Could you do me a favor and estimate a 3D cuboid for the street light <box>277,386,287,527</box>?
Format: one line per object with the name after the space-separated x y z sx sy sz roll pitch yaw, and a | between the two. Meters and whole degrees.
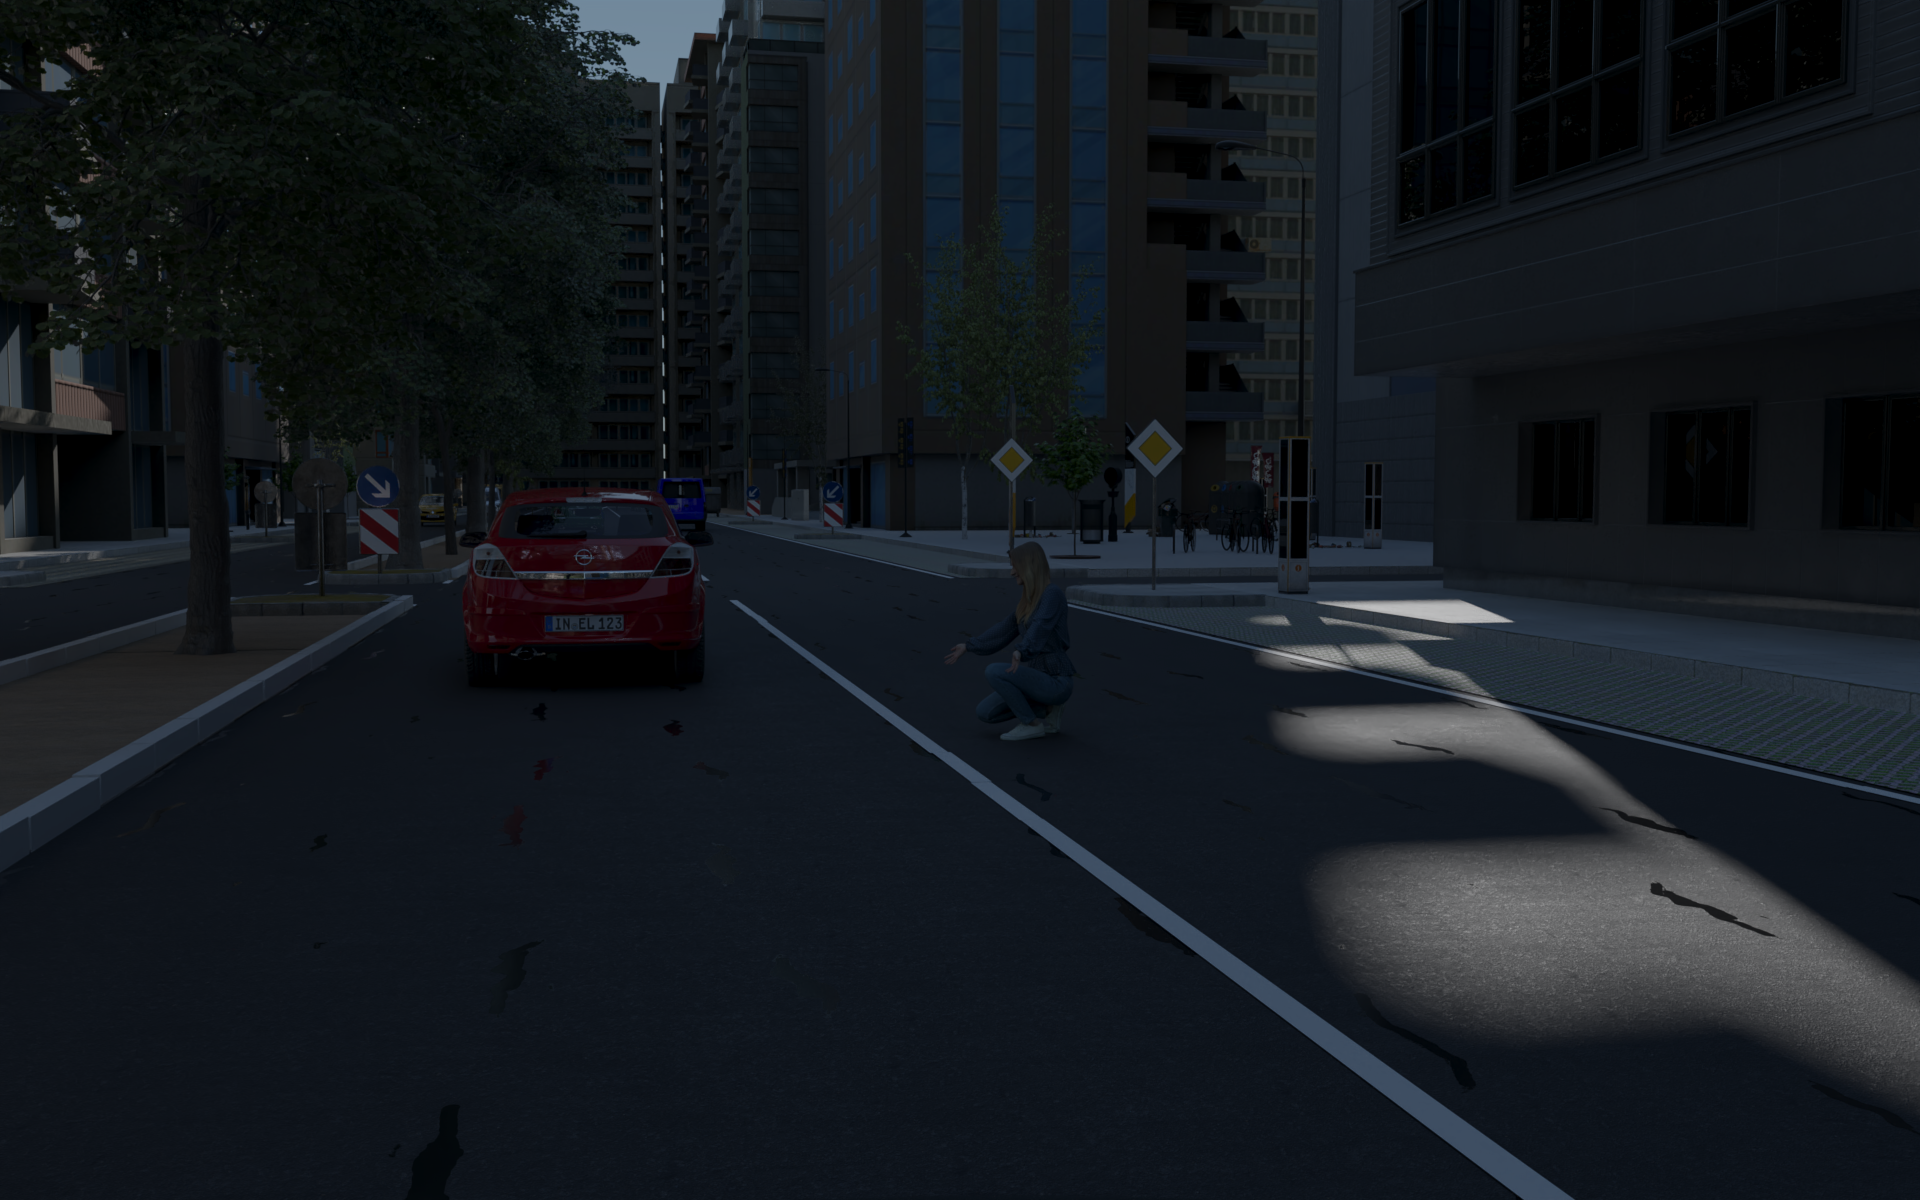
-26.042 -5.827 67.815 1.470 5.913 1.316 -1 4 -12 | street light

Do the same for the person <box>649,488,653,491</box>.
-16.020 -4.933 89.998 0.563 1.720 0.643 -2 4 -31 | person

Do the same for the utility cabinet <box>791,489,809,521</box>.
-7.678 -4.547 83.029 0.318 1.500 1.173 -2 4 -35 | utility cabinet

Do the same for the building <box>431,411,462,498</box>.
-55.351 -29.531 166.426 14.086 41.232 14.154 -1 4 -12 | building

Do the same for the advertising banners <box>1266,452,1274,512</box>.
13.717 -4.690 72.871 2.074 3.025 0.090 0 4 3 | advertising banners

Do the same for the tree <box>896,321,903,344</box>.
0.163 -6.010 48.633 4.737 8.622 4.395 0 3 0 | tree

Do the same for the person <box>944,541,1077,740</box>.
0.338 0.236 10.138 0.738 1.151 1.012 0 4 -8 | person

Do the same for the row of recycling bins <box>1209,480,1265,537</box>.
8.552 -2.834 53.453 1.069 1.692 3.534 -1 4 -8 | row of recycling bins

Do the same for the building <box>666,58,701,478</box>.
-23.175 -35.145 198.320 21.600 48.544 21.300 -1 4 -12 | building

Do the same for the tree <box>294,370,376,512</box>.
-30.129 -8.108 82.921 4.360 8.622 3.978 0 3 0 | tree

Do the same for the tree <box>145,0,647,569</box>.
-10.348 -7.507 31.852 9.857 13.997 8.962 0 3 0 | tree

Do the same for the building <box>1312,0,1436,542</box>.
26.420 -30.845 46.323 28.212 58.520 21.231 -1 4 -12 | building

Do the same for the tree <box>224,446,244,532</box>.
-25.021 -3.895 58.285 1.663 3.219 1.824 0 3 0 | tree

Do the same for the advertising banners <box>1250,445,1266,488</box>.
9.974 -4.016 61.856 2.074 3.025 0.090 -2 4 -30 | advertising banners

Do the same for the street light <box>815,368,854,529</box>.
-4.656 -5.594 64.000 1.470 5.913 1.316 -1 4 -12 | street light

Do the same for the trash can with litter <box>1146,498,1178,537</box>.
5.991 -2.465 51.685 0.624 1.170 1.055 -3 5 -42 | trash can with litter

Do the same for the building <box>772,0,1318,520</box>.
6.325 -24.684 95.469 32.217 40.220 23.993 -1 4 -12 | building

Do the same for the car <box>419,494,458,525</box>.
-23.647 -4.150 78.076 2.015 1.641 3.980 -1 4 -13 | car

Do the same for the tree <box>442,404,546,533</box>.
-15.745 -6.386 57.226 4.737 8.622 4.395 0 3 0 | tree

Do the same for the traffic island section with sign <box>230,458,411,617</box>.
-7.910 -0.797 21.168 2.006 1.907 1.989 -1 4 -12 | traffic island section with sign

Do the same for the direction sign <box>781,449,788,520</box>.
-8.774 -5.784 86.564 0.379 3.537 0.876 0 4 6 | direction sign

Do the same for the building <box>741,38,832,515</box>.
-7.581 -21.000 115.049 14.160 30.474 14.107 -1 4 -12 | building

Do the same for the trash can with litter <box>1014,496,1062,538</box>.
2.388 -2.467 51.387 1.678 1.210 2.233 3 5 39 | trash can with litter

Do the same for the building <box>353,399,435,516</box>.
-49.682 -16.318 111.839 27.650 21.520 28.899 -1 4 -12 | building

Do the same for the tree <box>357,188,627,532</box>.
-17.724 -9.326 65.303 12.009 13.543 11.850 0 3 0 | tree

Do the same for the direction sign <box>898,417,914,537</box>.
-1.612 -3.637 51.464 0.379 3.537 0.876 -2 4 -32 | direction sign

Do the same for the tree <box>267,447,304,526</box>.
-27.228 -4.676 71.050 1.663 3.219 1.824 0 3 0 | tree

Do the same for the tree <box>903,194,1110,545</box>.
1.543 -5.697 43.501 4.737 8.622 4.395 0 3 0 | tree

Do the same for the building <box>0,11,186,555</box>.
-31.146 -23.563 39.885 22.147 44.769 28.867 -1 4 -12 | building

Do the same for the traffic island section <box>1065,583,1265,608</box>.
2.607 -0.054 23.166 2.009 0.180 2.903 -1 4 -12 | traffic island section

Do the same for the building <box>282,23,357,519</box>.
-40.327 -24.904 90.779 14.154 41.232 14.086 -1 4 -12 | building

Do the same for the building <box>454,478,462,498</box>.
-67.882 -30.697 193.774 23.993 40.220 32.217 -1 4 -12 | building

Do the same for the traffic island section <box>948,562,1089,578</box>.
0.935 -0.532 30.974 2.009 0.180 2.903 -1 4 -12 | traffic island section

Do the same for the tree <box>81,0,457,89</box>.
-5.003 -4.362 8.186 8.767 10.594 7.601 -1 4 -12 | tree

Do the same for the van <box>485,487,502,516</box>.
-26.097 -5.413 95.507 2.013 2.044 4.112 -1 4 -14 | van

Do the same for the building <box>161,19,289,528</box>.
-35.715 -25.622 69.038 14.600 45.320 14.200 -1 4 -12 | building

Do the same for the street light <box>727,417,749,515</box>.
-13.350 -8.069 104.471 1.470 5.913 1.316 -1 4 -12 | street light

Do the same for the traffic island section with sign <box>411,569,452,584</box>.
-9.451 -1.240 28.413 2.006 1.907 1.989 -1 4 -12 | traffic island section with sign

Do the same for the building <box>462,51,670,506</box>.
-44.416 -34.864 193.721 21.600 48.544 21.300 -1 4 -12 | building

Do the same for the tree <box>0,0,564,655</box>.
-6.913 -5.806 15.519 7.486 12.596 7.792 0 3 0 | tree

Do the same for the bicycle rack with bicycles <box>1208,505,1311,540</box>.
8.161 -2.073 47.284 2.852 0.926 2.925 0 4 -1 | bicycle rack with bicycles

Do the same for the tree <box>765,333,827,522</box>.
-6.517 -7.827 78.328 4.360 8.622 3.978 0 3 0 | tree

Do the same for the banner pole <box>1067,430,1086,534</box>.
3.787 -4.013 55.623 0.401 3.779 0.863 3 5 44 | banner pole

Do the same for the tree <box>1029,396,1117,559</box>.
2.161 -2.441 34.515 1.663 3.219 1.824 0 3 0 | tree

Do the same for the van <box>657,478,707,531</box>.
-11.128 -3.935 68.715 2.240 2.365 5.245 -1 4 -11 | van

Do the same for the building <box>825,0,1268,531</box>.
2.572 -25.489 66.856 14.600 45.320 14.200 -1 4 -12 | building

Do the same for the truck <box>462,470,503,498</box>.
-32.172 -7.528 118.999 3.469 3.379 9.791 -1 4 -13 | truck

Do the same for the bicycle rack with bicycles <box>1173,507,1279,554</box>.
5.727 -1.511 38.089 2.852 0.926 2.925 0 4 8 | bicycle rack with bicycles

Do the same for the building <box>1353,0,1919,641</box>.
14.909 -11.643 9.436 14.314 24.678 30.058 -1 4 -12 | building

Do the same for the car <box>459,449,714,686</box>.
-3.122 -0.336 14.531 2.155 1.783 4.494 -1 4 -11 | car

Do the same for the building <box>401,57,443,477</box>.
-56.263 -33.579 138.261 28.713 52.752 27.495 -1 4 -12 | building

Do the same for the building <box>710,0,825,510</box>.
-7.523 -31.687 137.696 23.786 49.044 30.456 -1 4 -12 | building

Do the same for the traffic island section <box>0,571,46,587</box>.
-15.829 -0.313 27.404 2.009 0.180 2.903 -1 4 -12 | traffic island section

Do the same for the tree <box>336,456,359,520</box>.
-30.810 -5.677 87.417 1.663 3.219 1.824 0 3 0 | tree

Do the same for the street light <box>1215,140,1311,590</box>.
4.034 -3.088 23.034 1.470 5.913 1.316 -1 4 -12 | street light

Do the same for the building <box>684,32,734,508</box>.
-14.921 -31.309 166.523 22.147 44.769 28.867 -1 4 -12 | building

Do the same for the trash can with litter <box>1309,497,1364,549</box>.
8.725 -1.854 41.375 2.233 1.210 1.678 -1 4 -13 | trash can with litter

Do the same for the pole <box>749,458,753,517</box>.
-11.788 -6.342 97.538 0.158 3.312 0.155 0 3 0 | pole
